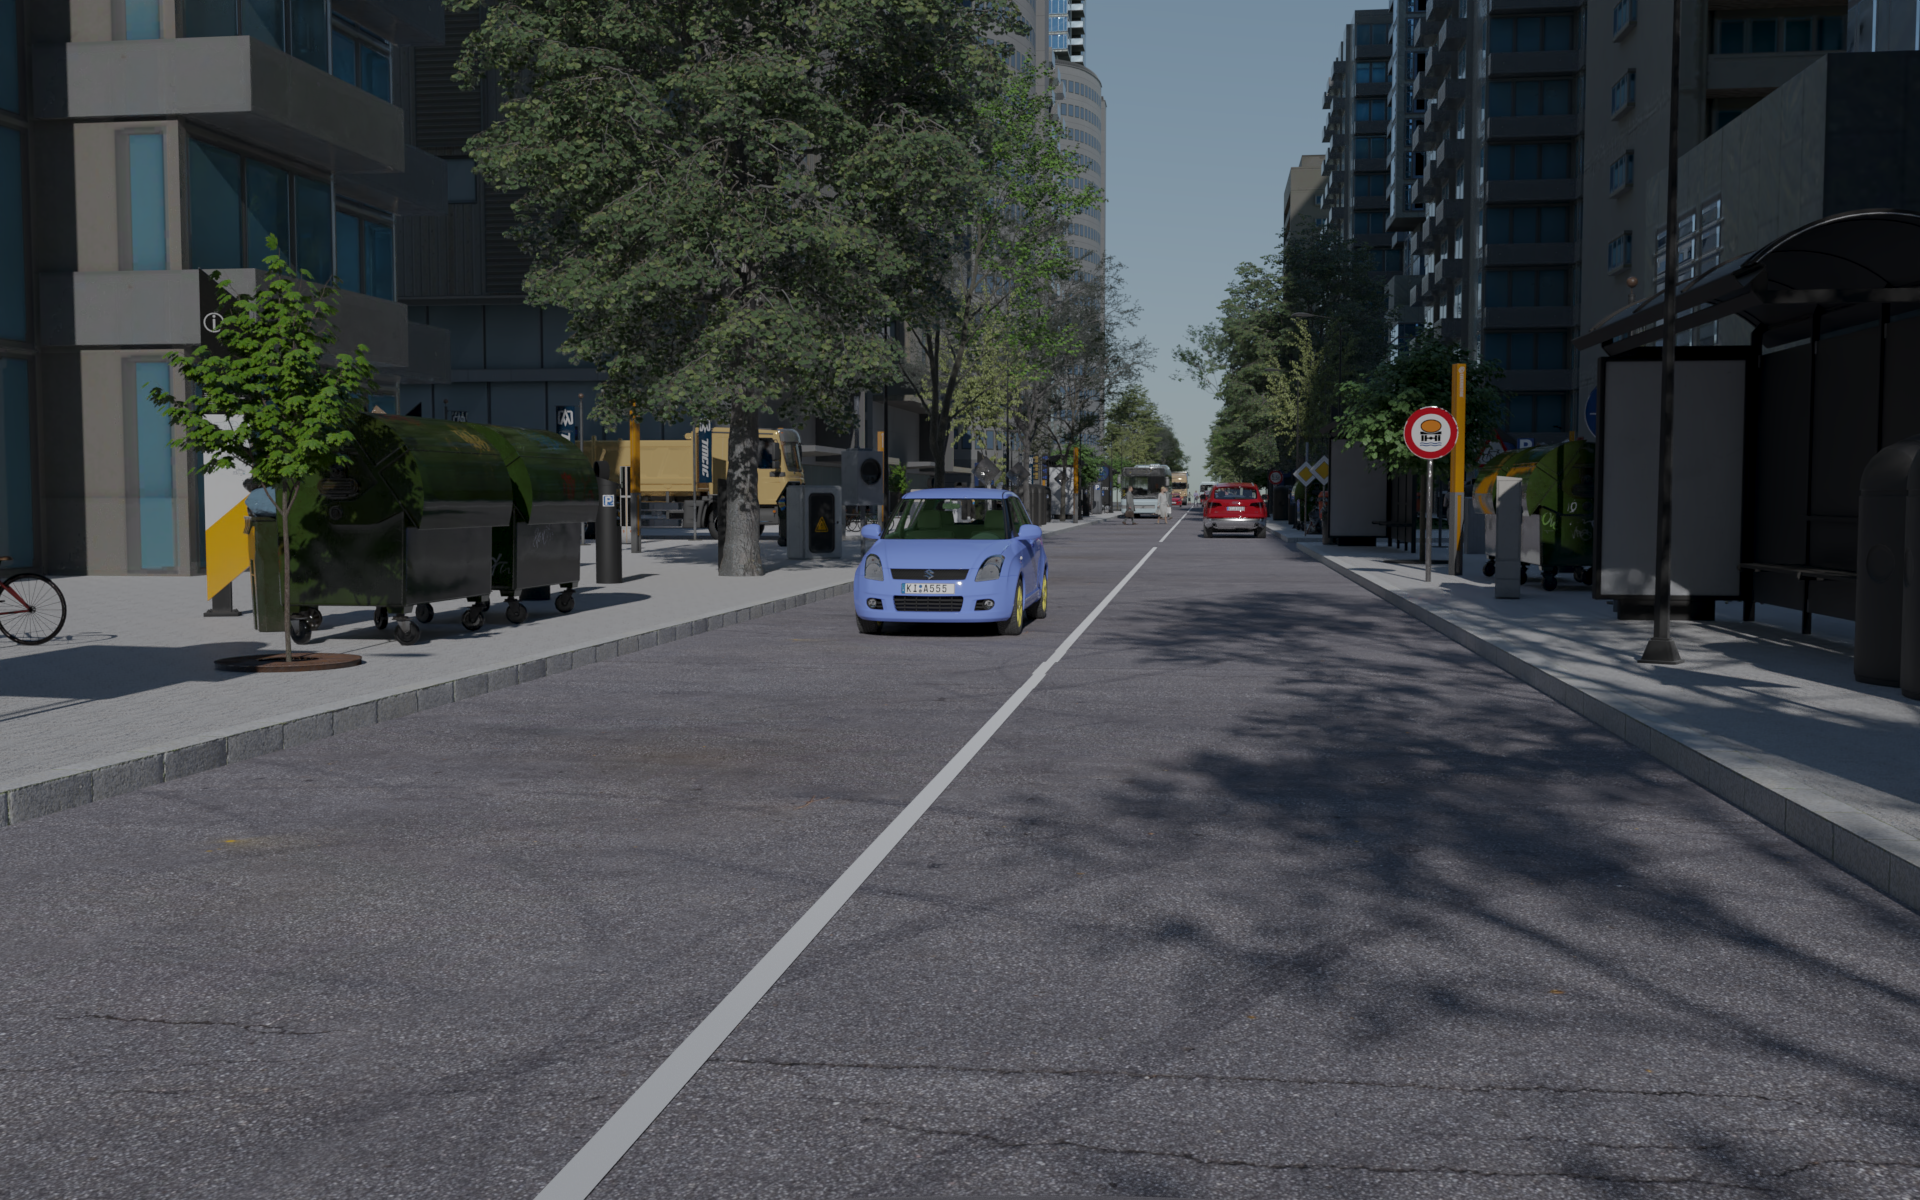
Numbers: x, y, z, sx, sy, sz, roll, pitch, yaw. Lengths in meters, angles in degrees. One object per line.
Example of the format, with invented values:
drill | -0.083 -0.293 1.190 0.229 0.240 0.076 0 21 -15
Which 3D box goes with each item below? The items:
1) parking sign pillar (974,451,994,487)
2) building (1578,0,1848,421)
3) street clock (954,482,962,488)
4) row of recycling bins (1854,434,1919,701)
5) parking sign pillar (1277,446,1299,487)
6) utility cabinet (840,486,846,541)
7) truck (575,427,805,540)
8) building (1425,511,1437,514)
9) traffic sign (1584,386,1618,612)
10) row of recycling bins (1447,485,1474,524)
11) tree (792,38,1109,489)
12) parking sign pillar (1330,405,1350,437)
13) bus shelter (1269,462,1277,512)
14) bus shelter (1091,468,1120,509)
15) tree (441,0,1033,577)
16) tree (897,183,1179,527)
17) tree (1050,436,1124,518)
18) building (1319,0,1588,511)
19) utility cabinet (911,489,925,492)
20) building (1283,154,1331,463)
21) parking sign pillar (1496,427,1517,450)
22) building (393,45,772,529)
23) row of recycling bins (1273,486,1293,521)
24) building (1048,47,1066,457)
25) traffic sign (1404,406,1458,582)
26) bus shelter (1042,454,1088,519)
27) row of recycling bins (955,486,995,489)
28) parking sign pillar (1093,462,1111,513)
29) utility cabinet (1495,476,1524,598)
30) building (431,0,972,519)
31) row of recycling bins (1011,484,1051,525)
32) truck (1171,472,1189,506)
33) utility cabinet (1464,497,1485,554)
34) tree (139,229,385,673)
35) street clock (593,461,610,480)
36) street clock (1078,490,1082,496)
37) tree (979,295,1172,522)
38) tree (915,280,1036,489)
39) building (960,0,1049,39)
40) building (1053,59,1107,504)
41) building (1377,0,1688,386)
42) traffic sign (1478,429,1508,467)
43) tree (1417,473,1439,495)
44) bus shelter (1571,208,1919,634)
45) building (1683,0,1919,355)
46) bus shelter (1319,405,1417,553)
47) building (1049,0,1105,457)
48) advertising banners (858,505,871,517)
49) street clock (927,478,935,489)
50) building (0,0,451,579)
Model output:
parking sign pillar | 1.485 -7.247 106.962 1.447 3.967 1.447 3 5 43
building | 36.331 -27.134 67.350 21.600 48.544 21.300 0 4 8
street clock | -0.101 -5.988 102.480 0.471 2.002 0.358 -3 5 -40
row of recycling bins | 6.319 -0.195 10.305 1.069 1.692 3.534 0 4 8
parking sign pillar | 18.090 -6.533 95.293 1.447 3.967 1.447 1 4 9
utility cabinet | -3.710 -2.349 47.085 1.173 1.500 0.318 -1 4 -9
truck | -8.652 -3.372 51.056 9.791 3.379 3.469 0 4 7
building | 40.552 -29.870 107.981 23.786 49.044 30.456 0 4 8
traffic sign | 7.151 -1.142 18.776 0.768 2.556 0.104 1 4 16
row of recycling bins | 22.087 -4.159 75.107 1.069 1.692 3.534 0 4 -7
tree | -0.460 -6.999 40.185 9.928 11.665 9.643 0 3 0
parking sign pillar | 11.806 -3.892 52.102 1.447 3.967 1.447 0 4 6
bus shelter | 19.029 -6.531 100.707 2.014 3.302 5.546 0 4 8
bus shelter | 10.256 -7.933 123.626 2.014 3.302 5.546 0 4 8
tree | -3.476 -7.357 26.942 9.857 13.997 8.962 0 3 0
tree | 2.607 -9.646 68.079 12.009 13.543 11.850 0 3 0
tree | 6.347 -6.807 95.003 4.285 4.588 4.351 0 3 0
building | 48.123 -33.942 174.559 23.786 49.044 30.456 0 4 8
utility cabinet | -1.683 -4.380 80.296 1.173 1.500 0.318 0 4 7
building | 56.336 -37.822 242.087 21.300 48.544 21.600 0 4 8
parking sign pillar | 20.133 -4.627 64.128 1.447 3.967 1.447 -3 5 -41
building | -18.256 -29.801 76.489 28.713 52.752 27.495 0 4 8
row of recycling bins | 16.427 -4.774 85.174 1.069 1.692 3.534 3 5 39
building | -1.244 -33.846 172.986 23.786 49.044 30.456 0 4 8
traffic sign | 6.843 -1.537 25.238 0.768 2.556 0.104 1 4 11
bus shelter | 5.478 -5.869 89.883 2.014 3.302 5.546 0 4 8
row of recycling bins | 1.309 -4.957 88.163 3.534 1.692 1.069 0 4 4
parking sign pillar | 9.851 -8.025 119.684 1.447 3.967 1.447 2 4 26
utility cabinet | 6.869 -0.793 21.644 0.318 1.500 1.173 1 4 18
building | -14.268 -31.955 111.706 28.713 52.752 27.495 0 4 8
row of recycling bins | 2.878 -3.911 71.057 1.069 1.692 3.534 1 4 15
truck | 27.566 -14.082 219.151 2.839 4.237 11.283 0 4 8
utility cabinet | 11.349 -1.587 37.108 1.020 1.237 0.306 0 4 0
tree | -5.141 -1.113 12.795 1.663 3.219 1.824 0 3 0
street clock | -7.786 -2.021 37.622 0.358 2.002 0.471 -2 4 -31
street clock | 7.589 -6.473 110.407 0.358 2.002 0.471 1 4 9
tree | 4.671 -8.930 80.417 8.767 10.594 7.601 1 4 17
tree | 0.834 -6.623 58.652 4.737 8.622 4.395 0 3 0
building | -4.380 -36.793 143.570 21.231 58.520 28.212 0 4 8
building | 8.383 -42.362 234.618 21.231 58.520 28.212 0 4 8
building | 44.292 -50.783 142.981 22.319 86.520 31.000 0 4 8
traffic sign | 10.642 -2.114 34.573 0.884 2.594 0.081 1 4 13
tree | 18.858 -4.641 70.483 1.663 3.219 1.824 0 3 0
bus shelter | 6.898 -1.292 15.042 2.014 3.302 5.546 1 4 8
building | 23.008 -43.053 16.596 22.319 86.520 31.000 0 4 8
bus shelter | 9.463 -2.814 39.939 2.014 3.302 5.546 1 4 8
building | 11.333 -58.136 263.191 22.319 86.520 31.000 0 4 8
advertising banners | -5.819 -6.201 97.566 2.074 3.025 0.090 3 5 40
street clock | -1.250 -4.397 76.456 0.358 2.002 0.471 2 4 30
building | -25.743 -24.950 27.534 30.456 49.044 23.786 0 4 8
